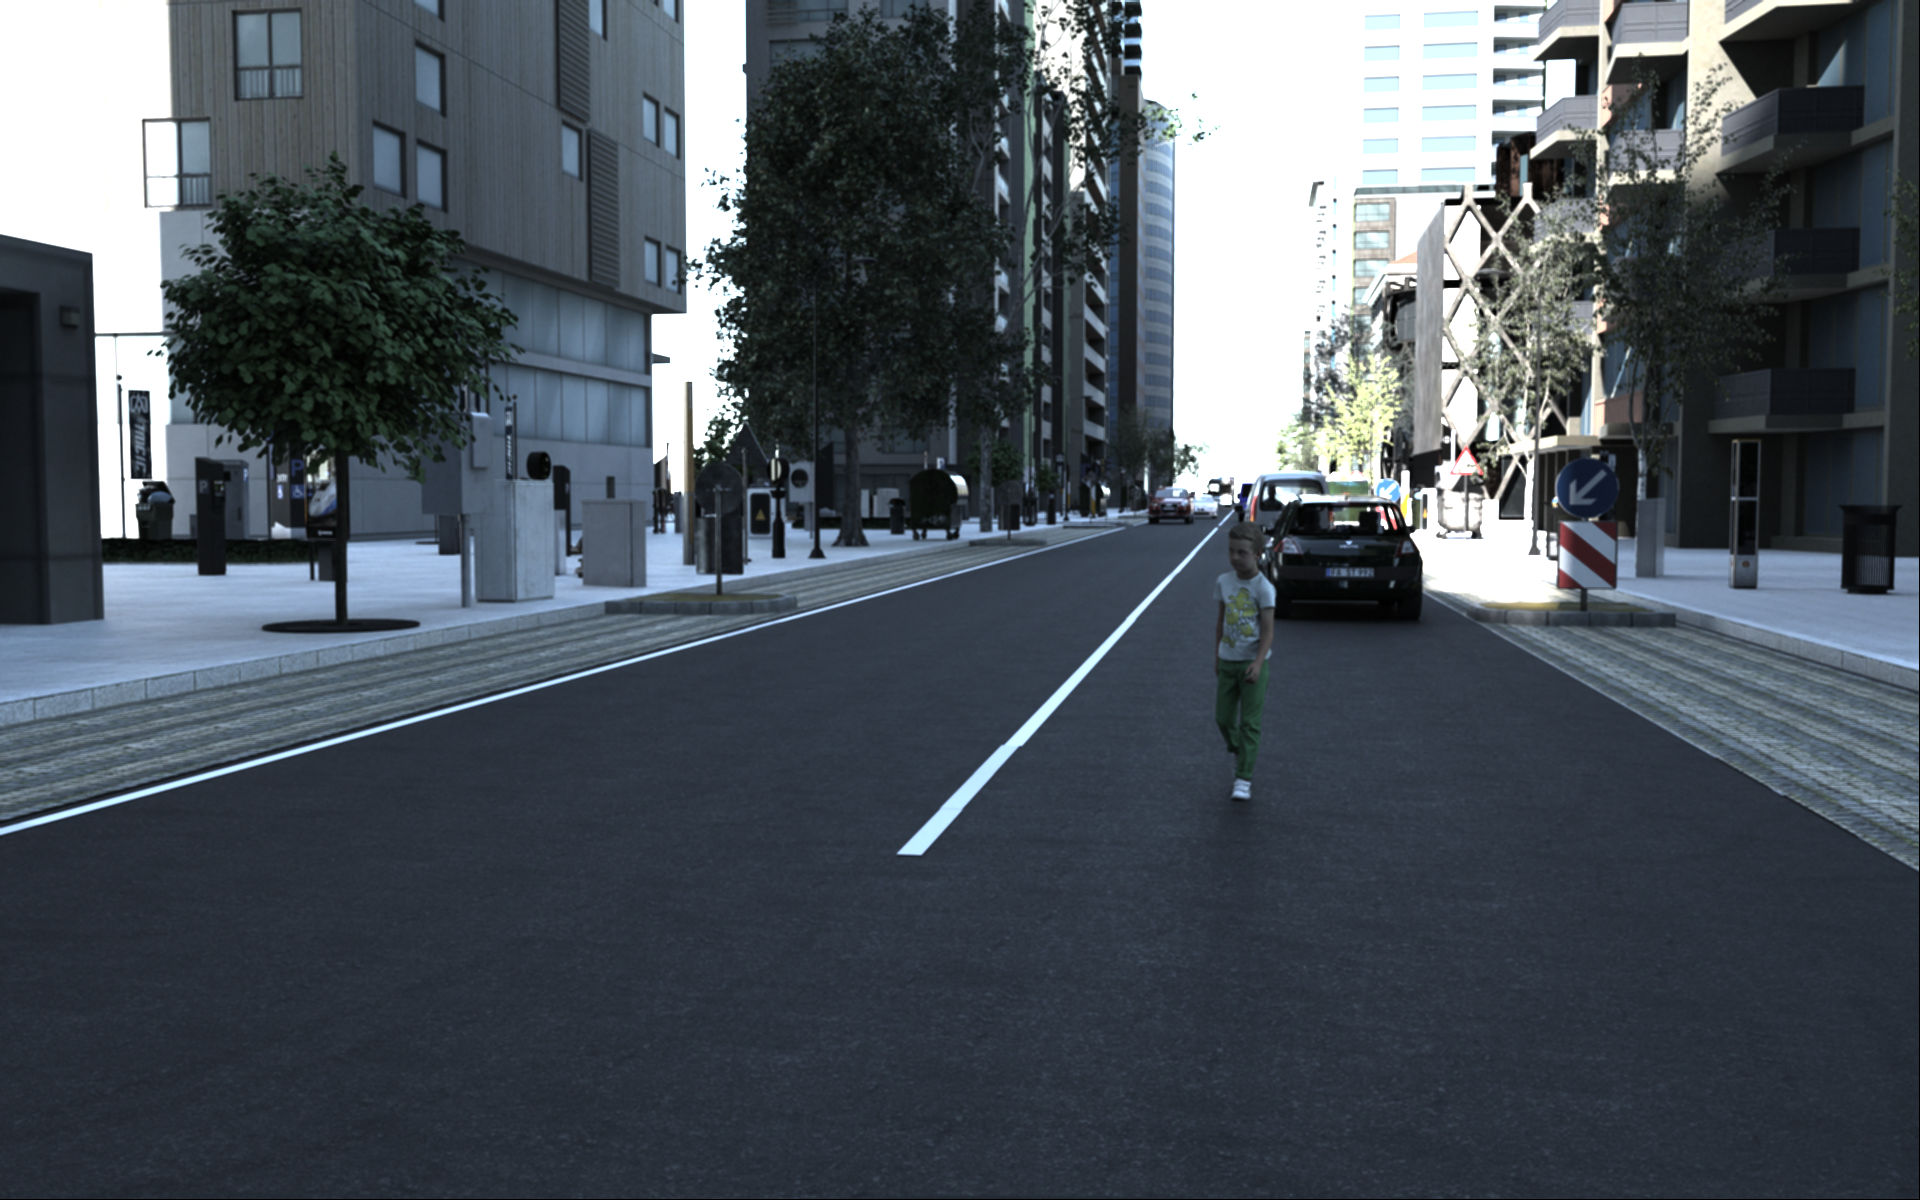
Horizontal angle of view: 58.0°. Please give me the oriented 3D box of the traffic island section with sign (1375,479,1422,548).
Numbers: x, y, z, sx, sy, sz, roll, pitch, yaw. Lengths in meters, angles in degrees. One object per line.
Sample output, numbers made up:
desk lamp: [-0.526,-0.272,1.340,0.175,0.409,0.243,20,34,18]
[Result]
traffic island section with sign: [11.330,-2.322,46.587,1.989,1.847,2.006,1,4,9]

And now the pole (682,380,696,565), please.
pole: [-4.887,-2.284,31.189,0.158,3.312,0.155,0,3,0]

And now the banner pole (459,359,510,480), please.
banner pole: [-8.176,-2.408,29.384,0.401,3.779,0.863,2,4,31]

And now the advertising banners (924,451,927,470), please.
advertising banners: [-1.536,-4.517,70.049,0.090,3.025,2.074,1,4,11]

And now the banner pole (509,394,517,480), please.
banner pole: [-11.303,-3.284,43.707,0.401,3.779,0.863,-3,4,-37]

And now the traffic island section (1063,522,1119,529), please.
traffic island section: [5.455,-3.078,72.613,2.009,0.180,2.903,1,4,9]

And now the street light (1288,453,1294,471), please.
street light: [37.747,-13.523,193.634,1.470,5.913,1.316,1,4,9]

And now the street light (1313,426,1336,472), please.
street light: [25.016,-8.897,118.002,1.470,5.913,1.316,1,4,9]

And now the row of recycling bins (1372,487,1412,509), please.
row of recycling bins: [24.611,-5.709,100.459,3.534,1.692,1.069,-1,4,-13]

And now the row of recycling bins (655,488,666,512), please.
row of recycling bins: [-20.053,-6.266,109.564,1.069,1.692,3.534,3,5,41]

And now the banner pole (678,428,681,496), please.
banner pole: [-10.744,-4.670,66.377,0.401,3.779,0.863,-1,4,-12]

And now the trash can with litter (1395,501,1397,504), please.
trash can with litter: [23.281,-4.998,93.108,0.624,1.170,1.055,3,5,43]

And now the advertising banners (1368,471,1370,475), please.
advertising banners: [30.385,-8.150,129.434,0.090,3.025,2.074,2,4,26]

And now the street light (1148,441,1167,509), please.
street light: [17.905,-11.221,156.006,1.470,5.913,1.316,1,4,9]

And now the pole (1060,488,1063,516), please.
pole: [5.907,-6.531,100.631,0.158,3.312,0.155,0,3,0]

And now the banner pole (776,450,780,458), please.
banner pole: [-7.347,-4.889,69.946,0.401,3.779,0.863,-1,4,-15]

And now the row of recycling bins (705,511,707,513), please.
row of recycling bins: [-15.310,-6.313,110.333,3.534,1.692,1.069,-3,5,-42]

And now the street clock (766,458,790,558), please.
street clock: [-3.636,-1.841,34.665,0.358,2.002,0.471,-3,5,-44]

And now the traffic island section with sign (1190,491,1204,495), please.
traffic island section with sign: [27.682,-12.058,205.780,1.989,1.847,2.006,1,4,9]

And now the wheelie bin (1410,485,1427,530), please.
wheelie bin: [16.324,-3.266,61.311,0.693,1.594,0.980,-1,4,-8]

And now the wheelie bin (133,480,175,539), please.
wheelie bin: [-18.691,-1.976,40.209,0.980,1.594,0.693,1,4,18]

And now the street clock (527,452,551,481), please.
street clock: [-7.223,-1.540,29.755,0.358,2.002,0.471,1,4,13]

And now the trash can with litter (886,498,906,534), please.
trash can with litter: [-2.028,-2.688,55.343,0.624,1.170,1.055,0,4,1]

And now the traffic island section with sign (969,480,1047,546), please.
traffic island section with sign: [1.372,-2.421,48.209,1.989,1.847,2.006,1,4,9]

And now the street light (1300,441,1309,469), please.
street light: [31.835,-11.381,158.616,1.470,5.913,1.316,1,4,9]

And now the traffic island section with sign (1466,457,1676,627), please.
traffic island section with sign: [6.820,-0.669,19.571,1.989,1.847,2.006,1,4,9]

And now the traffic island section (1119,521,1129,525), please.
traffic island section: [6.769,-3.560,80.490,2.009,0.180,2.903,1,4,9]

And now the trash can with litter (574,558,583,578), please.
trash can with litter: [-5.496,-0.947,26.876,0.624,1.170,1.055,1,4,20]

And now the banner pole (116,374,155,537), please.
banner pole: [-17.422,-2.843,36.498,0.401,3.779,0.863,3,5,42]

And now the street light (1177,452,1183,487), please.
street light: [23.641,-13.328,190.458,1.470,5.913,1.316,1,4,9]

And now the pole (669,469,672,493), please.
pole: [-23.892,-9.126,143.048,0.158,3.312,0.155,0,3,0]

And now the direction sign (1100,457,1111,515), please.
direction sign: [8.803,-6.911,104.993,0.379,3.537,0.876,-3,4,-39]

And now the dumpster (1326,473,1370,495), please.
dumpster: [15.149,-3.880,68.388,1.985,2.255,1.502,1,4,10]

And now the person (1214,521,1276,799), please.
person: [1.367,0.271,8.325,0.306,1.304,0.590,1,4,16]

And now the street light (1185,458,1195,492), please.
street light: [31.552,-16.238,238.027,1.470,5.913,1.316,1,4,9]

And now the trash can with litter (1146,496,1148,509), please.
trash can with litter: [15.977,-8.392,148.602,0.624,1.170,1.055,0,4,-6]

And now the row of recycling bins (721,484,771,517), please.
row of recycling bins: [-8.675,-3.898,70.844,1.069,1.692,3.534,1,4,21]

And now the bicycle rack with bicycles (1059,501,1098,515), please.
bicycle rack with bicycles: [7.633,-5.776,107.815,2.925,0.926,2.852,0,4,-2]

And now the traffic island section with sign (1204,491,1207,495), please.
traffic island section with sign: [41.175,-17.003,286.625,1.989,1.847,2.006,1,4,9]

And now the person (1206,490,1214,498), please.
person: [26.082,-10.592,181.642,0.705,1.831,1.348,-3,5,-45]

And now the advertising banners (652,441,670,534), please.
advertising banners: [-9.770,-3.709,56.824,0.090,3.025,2.074,0,4,6]

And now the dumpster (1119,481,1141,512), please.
dumpster: [12.486,-7.635,127.325,1.502,2.255,1.985,1,4,9]

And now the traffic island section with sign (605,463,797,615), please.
traffic island section with sign: [-3.093,-0.779,21.364,1.989,1.847,2.006,1,4,9]

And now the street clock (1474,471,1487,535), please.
street clock: [15.983,-2.987,53.407,0.471,2.002,0.358,2,4,26]

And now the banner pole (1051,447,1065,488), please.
banner pole: [5.123,-6.211,91.559,0.863,3.779,0.401,0,4,-1]

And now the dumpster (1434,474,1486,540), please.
dumpster: [14.084,-2.631,48.768,1.264,1.857,1.865,1,4,9]

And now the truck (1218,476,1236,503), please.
truck: [42.085,-17.401,273.411,2.839,4.237,11.283,1,4,11]

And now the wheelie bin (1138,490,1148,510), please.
wheelie bin: [14.561,-7.973,138.269,0.980,1.594,0.693,0,4,-3]

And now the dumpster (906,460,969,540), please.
dumpster: [-0.649,-2.819,48.577,1.502,2.255,1.985,1,4,9]

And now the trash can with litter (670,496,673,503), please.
trash can with litter: [-20.183,-7.128,127.601,2.233,1.210,1.678,2,4,34]

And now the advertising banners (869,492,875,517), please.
advertising banners: [-4.912,-5.707,89.493,0.090,3.025,2.074,2,4,27]

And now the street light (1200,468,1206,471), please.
street light: [37.514,-18.364,272.786,1.470,5.913,1.316,1,4,9]

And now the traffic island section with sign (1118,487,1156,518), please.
traffic island section with sign: [10.370,-5.712,102.025,1.989,1.847,2.006,1,4,9]

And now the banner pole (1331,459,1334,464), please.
banner pole: [26.470,-8.153,123.312,0.401,3.779,0.863,0,4,-1]

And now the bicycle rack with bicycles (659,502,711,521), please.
bicycle rack with bicycles: [-12.993,-4.331,84.193,2.925,0.926,2.852,3,5,44]

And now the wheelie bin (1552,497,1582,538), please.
wheelie bin: [14.407,-2.007,40.726,0.980,1.594,0.693,2,4,25]
